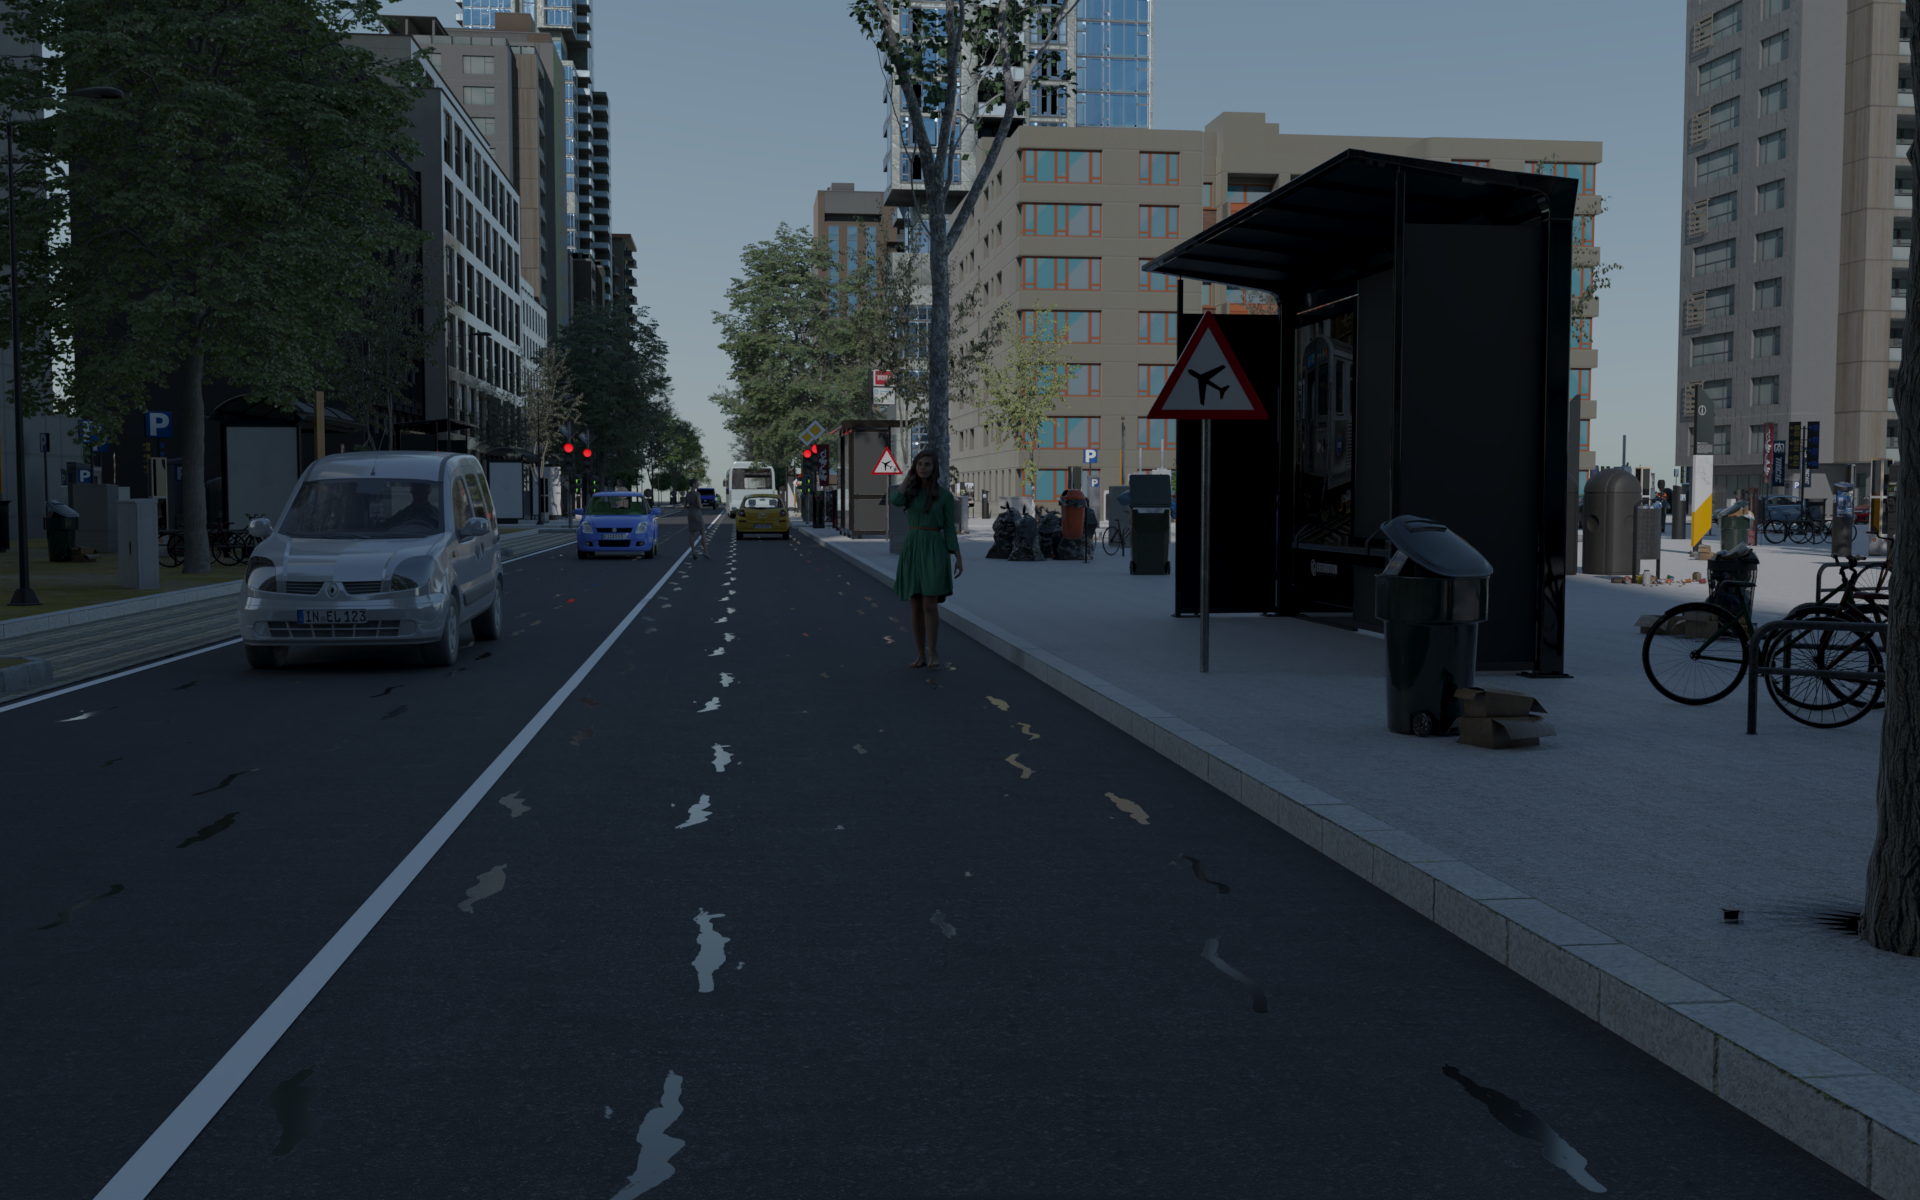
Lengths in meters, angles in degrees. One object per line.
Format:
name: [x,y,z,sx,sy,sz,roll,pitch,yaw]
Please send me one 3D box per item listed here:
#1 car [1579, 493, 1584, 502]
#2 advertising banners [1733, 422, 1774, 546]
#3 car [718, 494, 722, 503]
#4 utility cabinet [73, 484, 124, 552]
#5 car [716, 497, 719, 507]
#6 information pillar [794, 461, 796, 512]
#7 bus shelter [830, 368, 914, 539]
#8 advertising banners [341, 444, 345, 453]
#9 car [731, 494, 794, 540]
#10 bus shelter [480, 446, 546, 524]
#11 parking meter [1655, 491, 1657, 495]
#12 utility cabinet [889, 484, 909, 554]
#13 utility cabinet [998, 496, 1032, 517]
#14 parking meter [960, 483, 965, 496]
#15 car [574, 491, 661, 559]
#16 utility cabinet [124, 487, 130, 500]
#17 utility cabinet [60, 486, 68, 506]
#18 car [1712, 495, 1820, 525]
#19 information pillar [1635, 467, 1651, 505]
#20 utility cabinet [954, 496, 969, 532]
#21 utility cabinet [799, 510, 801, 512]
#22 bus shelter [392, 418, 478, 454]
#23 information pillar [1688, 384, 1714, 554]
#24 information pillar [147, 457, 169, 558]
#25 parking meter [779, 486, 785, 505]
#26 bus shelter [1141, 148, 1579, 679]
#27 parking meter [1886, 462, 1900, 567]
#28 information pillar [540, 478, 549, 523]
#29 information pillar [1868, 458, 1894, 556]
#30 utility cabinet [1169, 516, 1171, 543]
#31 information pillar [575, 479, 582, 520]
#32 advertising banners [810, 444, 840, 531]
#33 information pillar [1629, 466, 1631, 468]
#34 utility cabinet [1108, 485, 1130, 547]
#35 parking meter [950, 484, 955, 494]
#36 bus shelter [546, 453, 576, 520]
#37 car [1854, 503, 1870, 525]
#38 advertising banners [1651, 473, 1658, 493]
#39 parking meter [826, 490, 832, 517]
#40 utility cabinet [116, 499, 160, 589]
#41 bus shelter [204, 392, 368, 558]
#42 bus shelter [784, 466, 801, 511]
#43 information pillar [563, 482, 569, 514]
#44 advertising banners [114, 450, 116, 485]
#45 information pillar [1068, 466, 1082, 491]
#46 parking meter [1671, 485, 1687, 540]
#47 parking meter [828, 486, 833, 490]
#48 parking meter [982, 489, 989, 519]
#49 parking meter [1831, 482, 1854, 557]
car: [27.059,-3.953,73.424,4.718,1.807,1.959,-1,4,-9]
advertising banners: [19.657,-2.858,42.919,0.090,3.025,2.074,0,4,1]
car: [-38.819,-16.248,275.436,2.009,1.686,4.222,-1,4,-9]
utility cabinet: [-18.925,-1.792,37.979,1.173,1.500,0.318,2,4,29]
car: [-27.576,-11.165,191.338,1.959,1.807,4.718,-1,4,-8]
information pillar: [-11.516,-7.912,120.721,0.183,3.616,0.504,0,4,1]
bus shelter: [-2.820,-4.615,53.087,2.179,5.291,8.768,0,4,-7]
advertising banners: [-21.815,-3.954,60.828,0.090,3.025,2.074,-2,4,-30]
car: [-6.348,-2.782,55.705,2.015,1.641,3.980,0,4,-6]
bus shelter: [-19.729,-5.043,76.369,2.014,3.302,5.546,0,4,-7]
parking meter: [58.711,-8.442,146.438,0.372,1.533,0.369,0,3,0]
utility cabinet: [-1.042,-1.707,36.584,0.318,1.500,1.173,-3,4,-38]
utility cabinet: [1.539,-2.250,47.944,1.020,1.237,0.306,-3,5,-42]
parking meter: [0.124,-5.032,87.976,0.255,1.863,0.399,0,4,-4]
car: [-7.790,-1.830,39.506,1.945,1.707,3.694,-1,4,-8]
utility cabinet: [-26.264,-2.743,53.523,0.318,1.500,1.173,2,4,28]
utility cabinet: [-23.646,-2.335,46.849,1.173,1.500,0.318,-2,4,-24]
car: [34.580,-3.812,74.322,4.499,1.417,2.014,0,4,-8]
information pillar: [18.756,-2.638,47.620,0.304,2.012,0.304,-1,4,-16]
utility cabinet: [-0.132,-2.929,59.045,0.306,1.237,1.020,-3,4,-37]
utility cabinet: [-12.584,-7.476,133.401,0.306,1.237,1.020,2,4,32]
bus shelter: [-17.066,-3.997,56.632,1.731,3.624,6.357,0,4,-7]
information pillar: [15.820,-2.786,36.913,0.504,3.616,0.183,-1,4,-22]
information pillar: [-16.144,-1.859,34.884,0.304,2.012,0.304,-3,4,-37]
parking meter: [-12.644,-7.180,123.096,0.399,1.863,0.255,3,5,39]
bus shelter: [3.109,-1.451,15.003,1.731,3.624,6.357,0,4,-7]
parking meter: [15.752,-1.423,28.980,0.399,1.863,0.255,-1,4,-12]
information pillar: [-18.513,-4.439,77.075,0.304,2.012,0.304,2,4,25]
information pillar: [19.007,-1.911,35.743,0.304,2.012,0.304,-1,4,-19]
utility cabinet: [5.260,-2.105,45.572,0.306,1.237,1.020,-1,4,-11]
information pillar: [-19.017,-5.003,86.285,0.304,2.012,0.304,-1,4,-18]
advertising banners: [-4.556,-4.182,64.563,2.074,3.025,0.090,-1,4,-14]
information pillar: [54.527,-9.179,141.435,0.504,3.616,0.183,0,4,5]
utility cabinet: [3.995,-2.020,41.713,0.318,1.500,1.173,-2,4,-26]
parking meter: [-0.504,-5.833,101.082,0.399,1.863,0.255,2,4,31]
bus shelter: [-20.718,-5.739,87.759,2.014,3.302,5.546,0,4,-7]
car: [40.803,-4.048,75.227,4.494,1.783,2.155,0,4,-7]
advertising banners: [57.790,-8.998,143.304,2.074,3.025,0.090,-2,4,-31]
parking meter: [-7.477,-5.530,98.824,0.372,1.533,0.369,0,3,0]
utility cabinet: [-11.284,-0.770,23.756,0.306,1.237,1.020,-3,4,-39]
bus shelter: [-14.320,-2.645,37.177,2.014,3.302,5.546,0,4,-7]
bus shelter: [-11.980,-8.237,128.604,2.014,3.302,5.546,0,4,-7]
information pillar: [-23.159,-5.959,101.928,0.304,2.012,0.304,-2,4,-33]
advertising banners: [-34.165,-4.520,70.089,0.090,3.025,2.074,-2,4,-25]
information pillar: [3.004,-2.498,45.326,0.304,2.012,0.304,-1,4,-17]
parking meter: [20.344,-2.482,48.989,0.372,1.533,0.369,0,3,0]
parking meter: [-9.255,-7.223,123.806,0.255,1.863,0.399,0,4,4]
parking meter: [1.308,-4.941,89.191,0.372,1.533,0.369,0,3,0]
parking meter: [17.984,-1.644,35.294,0.372,1.533,0.369,0,3,0]
